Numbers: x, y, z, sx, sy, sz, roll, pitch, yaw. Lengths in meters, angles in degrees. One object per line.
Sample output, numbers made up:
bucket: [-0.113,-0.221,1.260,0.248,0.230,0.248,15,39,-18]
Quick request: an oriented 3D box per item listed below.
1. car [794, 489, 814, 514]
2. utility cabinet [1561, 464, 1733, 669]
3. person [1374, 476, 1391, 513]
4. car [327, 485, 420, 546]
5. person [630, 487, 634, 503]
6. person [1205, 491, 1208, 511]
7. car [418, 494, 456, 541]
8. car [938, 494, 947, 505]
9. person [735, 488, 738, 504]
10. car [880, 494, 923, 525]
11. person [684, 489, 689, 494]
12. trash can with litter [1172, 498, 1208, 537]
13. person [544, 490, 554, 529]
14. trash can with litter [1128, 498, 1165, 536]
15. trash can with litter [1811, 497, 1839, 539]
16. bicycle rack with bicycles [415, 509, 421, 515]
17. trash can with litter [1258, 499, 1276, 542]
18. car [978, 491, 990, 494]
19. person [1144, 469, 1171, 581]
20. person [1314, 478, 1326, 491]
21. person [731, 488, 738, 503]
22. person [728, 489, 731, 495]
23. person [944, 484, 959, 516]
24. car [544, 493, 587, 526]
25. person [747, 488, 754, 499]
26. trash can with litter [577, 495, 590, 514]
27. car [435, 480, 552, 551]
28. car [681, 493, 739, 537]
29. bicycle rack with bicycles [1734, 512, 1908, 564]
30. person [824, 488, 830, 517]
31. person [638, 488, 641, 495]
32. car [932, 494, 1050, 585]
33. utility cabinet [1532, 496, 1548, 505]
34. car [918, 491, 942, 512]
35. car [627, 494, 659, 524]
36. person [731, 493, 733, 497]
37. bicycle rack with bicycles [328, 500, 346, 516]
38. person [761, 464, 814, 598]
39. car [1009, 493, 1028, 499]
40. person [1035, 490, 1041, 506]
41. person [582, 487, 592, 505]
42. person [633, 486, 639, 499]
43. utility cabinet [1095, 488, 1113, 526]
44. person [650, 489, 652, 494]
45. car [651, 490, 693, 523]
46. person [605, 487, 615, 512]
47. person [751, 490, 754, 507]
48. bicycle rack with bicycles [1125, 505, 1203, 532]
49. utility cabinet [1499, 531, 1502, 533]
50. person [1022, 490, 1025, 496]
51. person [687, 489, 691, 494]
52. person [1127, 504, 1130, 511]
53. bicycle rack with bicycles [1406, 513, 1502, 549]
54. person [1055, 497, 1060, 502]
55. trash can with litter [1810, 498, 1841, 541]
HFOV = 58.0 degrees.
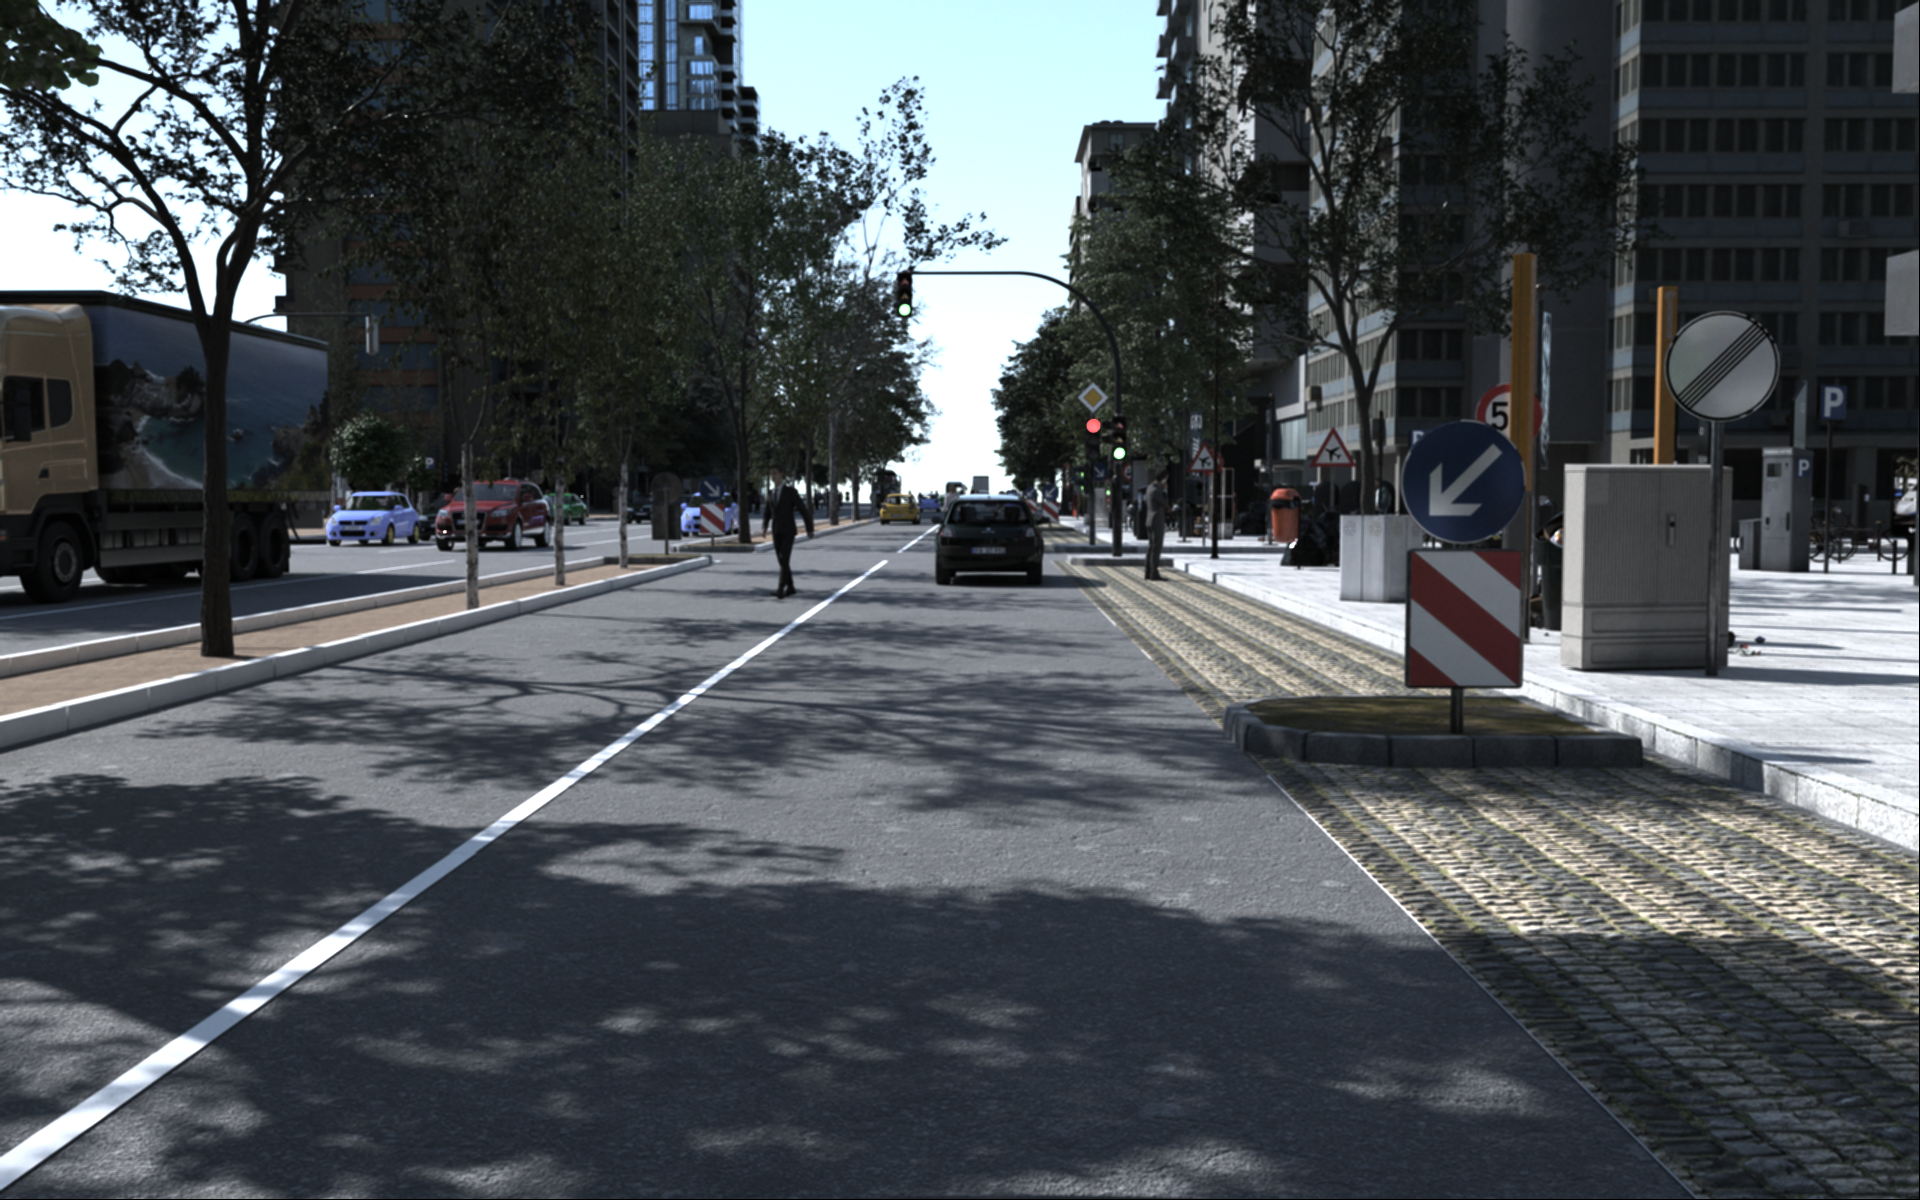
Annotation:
car: [-11.504,-7.044,123.962,1.959,1.807,4.718,0,4,2]
utility cabinet: [5.029,-0.244,12.676,1.173,1.500,0.318,-1,4,-11]
person: [11.951,-2.615,49.154,0.721,1.781,0.623,-1,4,-21]
car: [-16.606,-2.413,49.044,1.945,1.707,3.694,0,4,-1]
person: [-24.256,-7.410,127.179,1.348,1.826,0.705,-1,4,-23]
person: [12.690,-4.926,86.793,0.699,1.804,1.509,0,4,-3]
car: [-15.740,-2.739,54.575,2.009,1.686,4.222,0,4,2]
car: [-1.453,-11.009,188.800,1.959,1.807,4.718,0,4,0]
person: [-21.984,-9.962,168.792,0.709,1.838,0.599,2,4,34]
car: [-2.797,-4.387,81.957,2.015,1.641,3.980,0,4,2]
person: [-23.424,-8.643,147.797,0.568,1.767,0.683,-3,5,-44]
trash can with litter: [6.871,-2.450,51.440,1.055,1.170,0.624,-3,4,-36]
person: [-16.868,-3.704,70.878,0.589,1.601,0.330,2,4,26]
trash can with litter: [5.628,-2.500,52.255,1.055,1.170,0.624,-2,4,-30]
trash can with litter: [24.073,-2.322,49.030,1.678,1.210,2.233,1,4,18]
bicycle rack with bicycles: [-32.860,-5.929,110.321,2.852,0.926,2.925,-3,4,-37]
trash can with litter: [8.994,-2.200,47.030,2.233,1.210,1.678,-1,4,-14]
car: [2.826,-12.444,212.136,2.281,1.827,5.304,0,4,2]
person: [3.284,-1.240,28.583,0.447,1.846,0.655,-1,4,-12]
person: [12.049,-3.147,57.685,0.511,1.800,0.466,0,4,-5]
person: [-20.360,-9.195,156.311,0.705,1.831,1.348,-2,4,-32]
person: [-22.869,-10.055,170.992,0.434,1.755,0.990,1,4,19]
person: [-0.124,-2.797,54.905,0.731,1.740,0.598,-1,4,-8]
car: [-18.480,-4.338,79.717,1.959,1.807,4.718,0,4,1]
person: [-20.198,-9.776,165.811,1.348,1.831,0.705,1,4,19]
trash can with litter: [-24.387,-6.083,110.512,1.678,1.210,2.233,-2,4,-33]
car: [-12.199,-2.254,45.524,2.281,1.827,5.304,0,4,0]
car: [-8.500,-3.032,59.159,1.945,1.707,3.694,0,4,-1]
bicycle rack with bicycles: [16.345,-1.226,33.420,2.852,0.926,2.925,-3,5,-39]
person: [-8.487,-6.258,110.626,0.447,1.846,0.655,-1,4,-9]
person: [-26.947,-8.546,145.759,0.705,1.826,1.348,0,4,5]
car: [0.504,-1.162,28.792,2.009,1.686,4.222,0,4,2]
utility cabinet: [16.353,-2.363,49.792,1.020,1.237,0.306,-1,4,-11]
car: [-2.426,-7.833,137.668,1.945,1.707,3.694,0,4,2]
car: [-15.236,-4.579,84.653,2.009,1.686,4.222,0,4,-1]
person: [-23.862,-10.718,182.206,0.541,1.710,0.530,-2,4,-28]
bicycle rack with bicycles: [-34.732,-5.291,99.883,2.925,0.926,2.852,0,4,7]
person: [-2.473,-0.956,23.904,0.659,1.850,0.755,2,4,31]
car: [4.402,-7.656,134.764,1.945,1.707,3.694,0,4,2]
person: [8.169,-10.976,185.517,0.705,1.821,1.348,3,4,38]
person: [-26.805,-7.218,124.067,0.705,1.822,1.348,1,4,17]
person: [-20.934,-6.444,111.419,0.620,1.820,0.660,-1,4,-14]
utility cabinet: [5.599,-3.645,68.272,0.318,1.500,1.173,-2,4,-34]
person: [-18.040,-5.691,101.894,0.374,1.781,0.599,-2,4,-31]
car: [-11.684,-3.811,72.100,2.009,1.686,4.222,0,4,2]
person: [-24.685,-7.144,122.976,0.705,1.807,1.348,2,4,30]
person: [-21.403,-10.434,177.347,1.217,1.735,0.721,-1,4,-13]
bicycle rack with bicycles: [7.027,-2.849,59.957,2.925,0.926,2.852,0,4,-8]
utility cabinet: [13.676,-2.033,44.404,0.306,1.237,1.020,-2,4,-23]
person: [8.020,-12.931,217.909,0.683,1.767,0.568,3,4,36]
person: [-25.825,-9.630,164.210,1.217,1.735,0.721,2,4,33]
person: [12.419,-7.253,127.816,0.628,1.438,0.799,-2,4,-35]
bicycle rack with bicycles: [9.111,-1.260,33.986,2.852,0.926,2.925,0,4,-8]
person: [7.243,-7.675,131.534,0.705,1.823,1.348,1,4,23]
trash can with litter: [22.876,-2.108,45.854,0.624,1.170,1.055,3,4,38]
